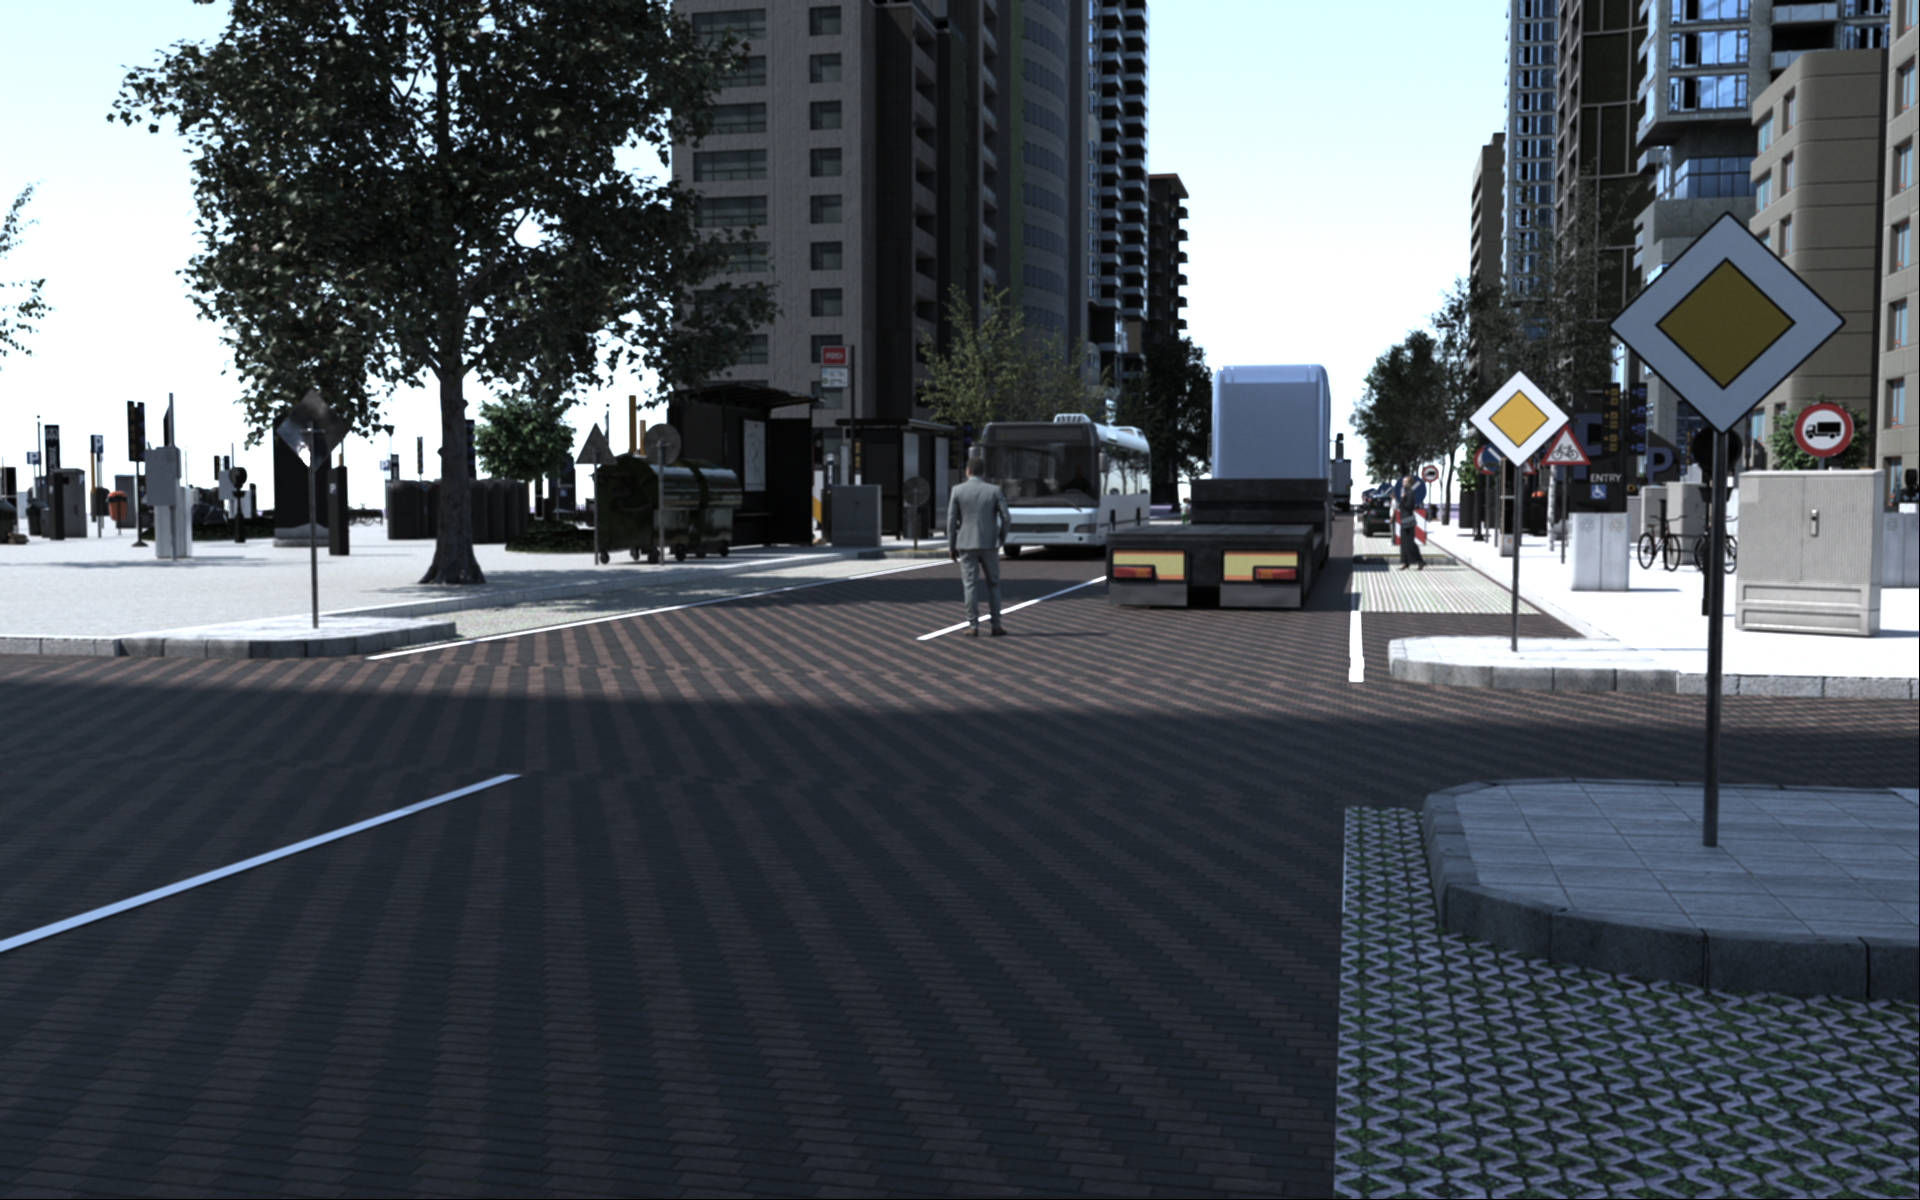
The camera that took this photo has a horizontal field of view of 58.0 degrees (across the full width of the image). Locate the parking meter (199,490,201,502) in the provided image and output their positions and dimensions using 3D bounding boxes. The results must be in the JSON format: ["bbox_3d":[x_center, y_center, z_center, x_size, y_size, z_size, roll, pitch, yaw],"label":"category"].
[{"bbox_3d":[-38.347,-4.813,87.101,0.372,1.533,0.369,0,3,0],"label":"parking meter"}]

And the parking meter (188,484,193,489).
[{"bbox_3d":[-44.998,-5.851,101.370,0.255,1.863,0.399,-2,4,-25],"label":"parking meter"}]

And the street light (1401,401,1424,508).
[{"bbox_3d":[22.476,-6.947,86.126,1.470,5.913,1.316,1,4,13],"label":"street light"}]

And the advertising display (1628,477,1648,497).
[{"bbox_3d":[25.196,-3.635,64.648,0.974,1.923,0.123,-1,4,-11],"label":"advertising display"}]

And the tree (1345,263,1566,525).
[{"bbox_3d":[20.119,-8.322,70.479,8.767,10.594,7.601,-3,4,-38],"label":"tree"}]

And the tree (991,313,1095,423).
[{"bbox_3d":[3.048,-7.329,70.199,4.360,8.622,3.978,0,3,0],"label":"tree"}]

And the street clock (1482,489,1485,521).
[{"bbox_3d":[25.019,-4.799,83.027,0.471,2.002,0.358,-1,4,-10],"label":"street clock"}]

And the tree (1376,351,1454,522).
[{"bbox_3d":[22.088,-7.938,80.156,4.360,8.622,3.978,0,3,0],"label":"tree"}]

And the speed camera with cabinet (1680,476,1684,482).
[{"bbox_3d":[29.483,-4.565,68.969,0.660,3.252,2.038,-2,4,-25],"label":"speed camera with cabinet"}]

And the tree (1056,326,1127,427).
[{"bbox_3d":[4.690,-7.733,76.800,4.737,8.622,4.395,0,3,0],"label":"tree"}]

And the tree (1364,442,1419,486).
[{"bbox_3d":[56.653,-18.843,226.203,7.486,12.596,7.792,0,3,0],"label":"tree"}]

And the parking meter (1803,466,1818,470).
[{"bbox_3d":[17.750,-1.853,36.013,0.399,1.863,0.255,0,4,7],"label":"parking meter"}]

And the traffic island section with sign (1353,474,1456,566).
[{"bbox_3d":[9.114,-1.649,35.596,1.989,1.847,2.006,1,4,13],"label":"traffic island section with sign"}]

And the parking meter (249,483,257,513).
[{"bbox_3d":[-36.522,-5.124,89.480,0.255,1.863,0.399,-3,5,-42],"label":"parking meter"}]

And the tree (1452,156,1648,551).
[{"bbox_3d":[13.277,-5.406,38.743,4.360,8.622,3.978,0,3,0],"label":"tree"}]

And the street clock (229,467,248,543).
[{"bbox_3d":[-19.014,-2.514,45.682,0.471,2.002,0.358,2,4,33],"label":"street clock"}]

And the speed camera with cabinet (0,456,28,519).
[{"bbox_3d":[-49.117,-5.874,90.381,2.038,3.252,0.660,0,4,-5],"label":"speed camera with cabinet"}]

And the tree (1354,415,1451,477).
[{"bbox_3d":[44.357,-16.058,172.925,12.009,13.543,11.850,0,3,0],"label":"tree"}]

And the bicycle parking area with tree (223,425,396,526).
[{"bbox_3d":[-25.909,-5.267,73.112,9.016,4.147,8.231,-3,5,-45],"label":"bicycle parking area with tree"}]

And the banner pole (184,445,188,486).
[{"bbox_3d":[-39.815,-6.061,89.117,0.401,3.779,0.863,-2,4,-30],"label":"banner pole"}]

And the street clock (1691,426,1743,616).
[{"bbox_3d":[7.944,-0.835,18.222,0.471,2.002,0.358,2,4,31],"label":"street clock"}]

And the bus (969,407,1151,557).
[{"bbox_3d":[2.794,-2.914,42.503,2.948,3.499,13.247,1,4,11],"label":"bus"}]

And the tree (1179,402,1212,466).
[{"bbox_3d":[24.064,-14.532,163.361,9.928,11.665,9.643,0,3,0],"label":"tree"}]

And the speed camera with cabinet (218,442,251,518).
[{"bbox_3d":[-27.881,-4.417,66.551,0.660,3.252,2.038,0,4,-5],"label":"speed camera with cabinet"}]

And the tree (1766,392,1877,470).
[{"bbox_3d":[27.650,-4.398,55.628,4.285,4.588,4.351,0,3,0],"label":"tree"}]

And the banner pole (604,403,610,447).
[{"bbox_3d":[-9.749,-3.537,47.847,0.401,3.779,0.863,-1,4,-21],"label":"banner pole"}]

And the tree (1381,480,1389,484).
[{"bbox_3d":[52.629,-13.491,215.171,1.663,3.219,1.824,0,3,0],"label":"tree"}]

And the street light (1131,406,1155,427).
[{"bbox_3d":[9.637,-7.302,91.934,1.470,5.913,1.316,1,4,13],"label":"street light"}]

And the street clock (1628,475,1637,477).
[{"bbox_3d":[26.197,-3.850,67.517,0.358,2.002,0.471,-2,4,-29],"label":"street clock"}]

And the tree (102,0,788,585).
[{"bbox_3d":[-7.309,-6.591,24.772,9.611,12.733,9.660,0,3,0],"label":"tree"}]

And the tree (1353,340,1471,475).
[{"bbox_3d":[30.310,-11.648,116.203,9.928,11.665,9.643,0,3,0],"label":"tree"}]

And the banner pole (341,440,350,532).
[{"bbox_3d":[-21.024,-4.224,59.074,0.401,3.779,0.863,-1,4,-12],"label":"banner pole"}]

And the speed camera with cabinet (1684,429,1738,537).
[{"bbox_3d":[23.238,-3.567,52.651,2.038,3.252,0.660,2,4,32],"label":"speed camera with cabinet"}]

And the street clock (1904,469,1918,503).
[{"bbox_3d":[27.362,-2.770,49.863,0.358,2.002,0.471,1,4,16],"label":"street clock"}]

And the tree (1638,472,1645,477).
[{"bbox_3d":[32.637,-5.321,81.594,1.663,3.219,1.824,0,3,0],"label":"tree"}]

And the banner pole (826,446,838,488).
[{"bbox_3d":[-6.594,-6.107,89.862,0.863,3.779,0.401,2,4,29],"label":"banner pole"}]

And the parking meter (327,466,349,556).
[{"bbox_3d":[-12.987,-1.863,36.165,0.399,1.863,0.255,2,4,33],"label":"parking meter"}]

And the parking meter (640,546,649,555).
[{"bbox_3d":[-6.655,-1.897,36.734,0.255,1.863,0.399,-1,4,-9],"label":"parking meter"}]

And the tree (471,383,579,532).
[{"bbox_3d":[-12.578,-4.051,49.948,4.285,4.588,4.351,0,3,0],"label":"tree"}]

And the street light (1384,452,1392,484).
[{"bbox_3d":[30.817,-9.169,122.448,1.470,5.913,1.316,1,4,13],"label":"street light"}]

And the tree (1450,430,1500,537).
[{"bbox_3d":[15.559,-3.534,52.385,1.663,3.219,1.824,0,3,0],"label":"tree"}]

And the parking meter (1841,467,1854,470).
[{"bbox_3d":[19.089,-1.944,37.490,0.399,1.863,0.255,0,4,6],"label":"parking meter"}]

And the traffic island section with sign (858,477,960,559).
[{"bbox_3d":[-1.073,-1.851,38.886,1.989,1.847,2.006,1,4,13],"label":"traffic island section with sign"}]

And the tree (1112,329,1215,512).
[{"bbox_3d":[15.029,-12.485,121.137,9.611,12.733,9.660,0,3,0],"label":"tree"}]

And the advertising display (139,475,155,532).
[{"bbox_3d":[-26.811,-3.207,57.655,0.974,1.923,0.123,-1,4,-23],"label":"advertising display"}]

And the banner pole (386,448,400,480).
[{"bbox_3d":[-31.090,-6.414,94.893,0.863,3.779,0.401,0,4,-3],"label":"banner pole"}]

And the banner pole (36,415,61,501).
[{"bbox_3d":[-28.806,-3.956,54.700,0.863,3.779,0.401,0,4,-5],"label":"banner pole"}]

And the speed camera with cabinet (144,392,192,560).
[{"bbox_3d":[-15.691,-2.445,34.310,0.660,3.252,2.038,-1,4,-17],"label":"speed camera with cabinet"}]

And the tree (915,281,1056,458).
[{"bbox_3d":[0.624,-6.660,59.261,4.737,8.622,4.395,0,3,0],"label":"tree"}]

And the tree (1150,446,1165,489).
[{"bbox_3d":[11.028,-7.458,105.658,4.285,4.588,4.351,0,3,0],"label":"tree"}]

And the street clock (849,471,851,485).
[{"bbox_3d":[-3.487,-3.037,54.221,0.358,2.002,0.471,-1,4,-9],"label":"street clock"}]

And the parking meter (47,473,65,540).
[{"bbox_3d":[-25.140,-2.597,48.169,0.399,1.863,0.255,3,4,36],"label":"parking meter"}]

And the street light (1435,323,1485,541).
[{"bbox_3d":[13.617,-4.563,47.140,1.470,5.913,1.316,1,4,13],"label":"street light"}]

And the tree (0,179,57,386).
[{"bbox_3d":[-18.670,-4.922,30.833,4.737,8.622,4.395,0,3,0],"label":"tree"}]

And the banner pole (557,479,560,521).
[{"bbox_3d":[-17.586,-5.246,75.796,0.401,3.779,0.863,0,4,-5],"label":"banner pole"}]

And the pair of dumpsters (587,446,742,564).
[{"bbox_3d":[-5.677,-1.901,33.577,1.574,2.255,4.437,1,4,13],"label":"pair of dumpsters"}]

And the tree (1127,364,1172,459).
[{"bbox_3d":[9.739,-9.077,98.766,4.737,8.622,4.395,0,3,0],"label":"tree"}]
